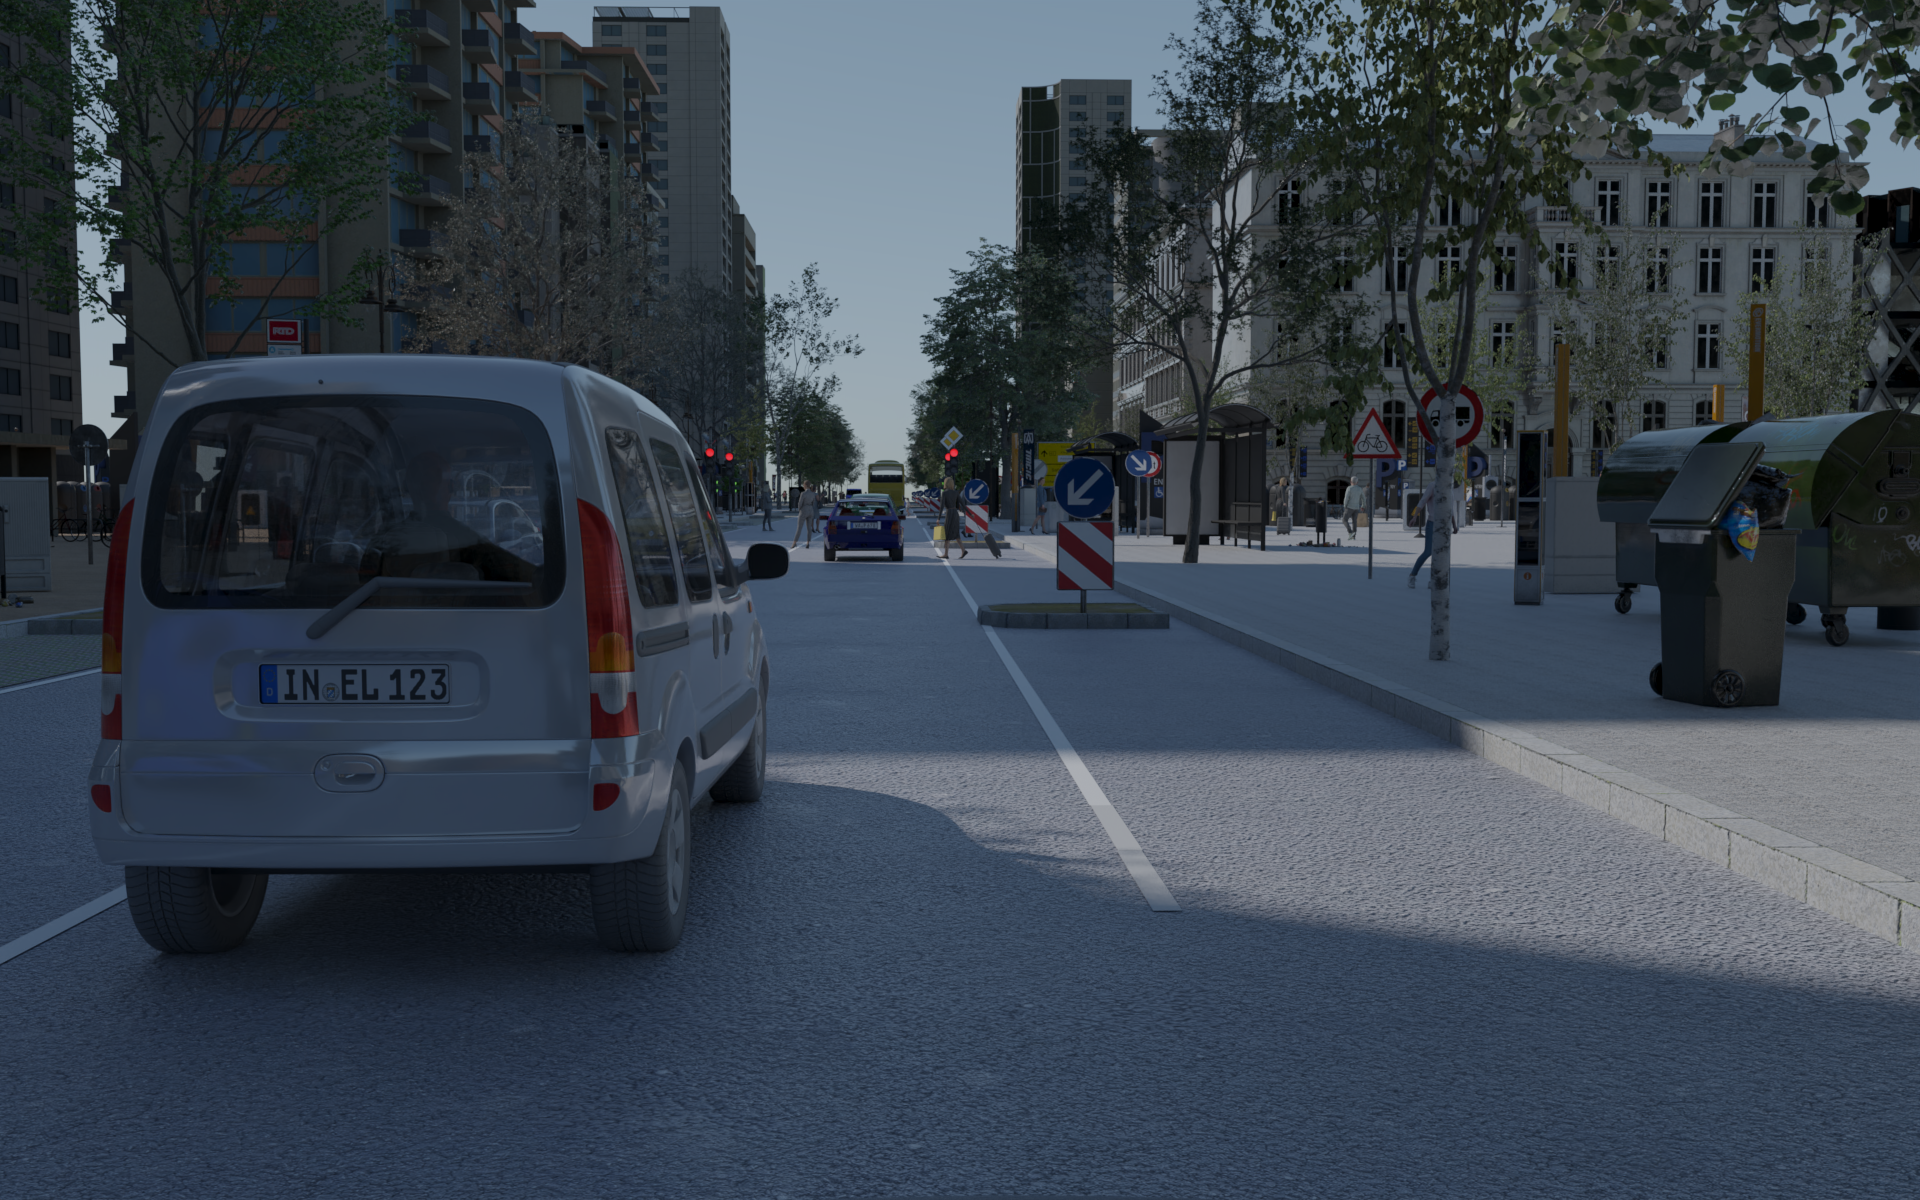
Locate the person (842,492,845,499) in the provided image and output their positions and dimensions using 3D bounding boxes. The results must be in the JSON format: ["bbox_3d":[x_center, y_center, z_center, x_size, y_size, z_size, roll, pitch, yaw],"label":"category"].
[{"bbox_3d":[-14.372,-12.512,213.630,0.434,1.755,0.990,-1,4,-14],"label":"person"}]

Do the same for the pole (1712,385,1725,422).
[{"bbox_3d":[14.155,-2.358,32.399,0.158,3.312,0.155,0,3,0],"label":"pole"}]

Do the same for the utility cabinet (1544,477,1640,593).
[{"bbox_3d":[8.142,-0.833,22.297,1.173,1.500,0.318,0,4,-7],"label":"utility cabinet"}]

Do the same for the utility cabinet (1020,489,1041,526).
[{"bbox_3d":[2.797,-3.722,69.527,0.318,1.500,1.173,3,4,38],"label":"utility cabinet"}]

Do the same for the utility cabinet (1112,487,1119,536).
[{"bbox_3d":[4.158,-2.649,51.990,1.173,1.500,0.318,2,4,29],"label":"utility cabinet"}]

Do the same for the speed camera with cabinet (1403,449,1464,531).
[{"bbox_3d":[16.593,-4.057,60.665,2.038,3.252,0.660,1,4,17],"label":"speed camera with cabinet"}]

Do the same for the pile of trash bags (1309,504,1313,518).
[{"bbox_3d":[17.181,-5.079,92.786,3.447,1.369,1.912,1,4,16],"label":"pile of trash bags"}]

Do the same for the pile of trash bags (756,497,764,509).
[{"bbox_3d":[-17.936,-8.450,147.903,3.447,1.369,1.912,-1,4,-11],"label":"pile of trash bags"}]

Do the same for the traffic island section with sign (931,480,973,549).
[{"bbox_3d":[0.300,-2.307,46.343,1.989,1.847,2.006,0,4,-2],"label":"traffic island section with sign"}]

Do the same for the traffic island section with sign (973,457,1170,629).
[{"bbox_3d":[1.204,-0.655,19.330,1.989,1.847,2.006,0,4,-2],"label":"traffic island section with sign"}]

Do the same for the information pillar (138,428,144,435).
[{"bbox_3d":[-28.881,-4.255,60.931,0.183,3.616,0.504,3,5,40],"label":"information pillar"}]

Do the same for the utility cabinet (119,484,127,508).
[{"bbox_3d":[-18.424,-1.876,39.353,1.173,1.500,0.318,0,4,3],"label":"utility cabinet"}]

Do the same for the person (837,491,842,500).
[{"bbox_3d":[-19.754,-16.987,284.468,0.721,1.739,1.217,-3,5,-45],"label":"person"}]

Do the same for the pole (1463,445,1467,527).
[{"bbox_3d":[19.834,-4.541,68.084,0.158,3.312,0.155,0,3,0],"label":"pole"}]

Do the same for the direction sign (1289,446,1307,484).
[{"bbox_3d":[15.870,-5.466,81.371,0.876,3.537,0.379,2,4,32],"label":"direction sign"}]

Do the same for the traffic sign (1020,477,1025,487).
[{"bbox_3d":[4.657,-7.781,127.319,0.768,2.556,0.104,0,4,0],"label":"traffic sign"}]

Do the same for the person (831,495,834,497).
[{"bbox_3d":[-19.381,-15.775,264.681,0.721,1.735,1.217,-3,4,-36],"label":"person"}]

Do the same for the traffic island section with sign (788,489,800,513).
[{"bbox_3d":[-12.231,-7.375,129.213,1.989,1.847,2.006,0,4,-2],"label":"traffic island section with sign"}]

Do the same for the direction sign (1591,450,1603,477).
[{"bbox_3d":[32.488,-5.897,88.411,0.379,3.537,0.876,-1,4,-19],"label":"direction sign"}]

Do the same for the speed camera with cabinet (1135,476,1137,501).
[{"bbox_3d":[6.983,-3.943,58.807,2.038,3.252,0.660,1,4,21],"label":"speed camera with cabinet"}]

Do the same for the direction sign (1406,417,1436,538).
[{"bbox_3d":[13.514,-3.594,50.757,0.876,3.537,0.379,2,4,33],"label":"direction sign"}]

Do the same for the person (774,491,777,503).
[{"bbox_3d":[-27.685,-15.542,261.100,0.756,1.711,0.436,-1,4,-16],"label":"person"}]

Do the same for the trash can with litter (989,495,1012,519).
[{"bbox_3d":[2.258,-4.819,89.854,2.233,1.210,1.678,-1,4,-10],"label":"trash can with litter"}]

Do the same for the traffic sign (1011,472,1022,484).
[{"bbox_3d":[2.960,-5.749,94.103,0.768,2.556,0.104,0,4,2],"label":"traffic sign"}]

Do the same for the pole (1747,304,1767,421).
[{"bbox_3d":[8.575,-1.520,18.698,0.158,3.312,0.155,0,3,0],"label":"pole"}]

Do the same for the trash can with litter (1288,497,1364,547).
[{"bbox_3d":[8.873,-1.927,42.565,1.678,1.210,2.233,0,4,-5],"label":"trash can with litter"}]

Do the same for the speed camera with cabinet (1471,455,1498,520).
[{"bbox_3d":[26.013,-5.684,87.273,2.038,3.252,0.660,0,4,7],"label":"speed camera with cabinet"}]

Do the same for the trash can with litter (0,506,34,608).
[{"bbox_3d":[-11.424,-0.522,19.594,1.678,1.210,2.233,1,4,14],"label":"trash can with litter"}]

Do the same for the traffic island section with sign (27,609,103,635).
[{"bbox_3d":[-8.494,-0.604,18.497,1.989,1.847,2.006,0,4,-2],"label":"traffic island section with sign"}]

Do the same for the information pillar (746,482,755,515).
[{"bbox_3d":[-13.341,-6.509,110.912,0.304,2.012,0.304,-2,4,-26],"label":"information pillar"}]

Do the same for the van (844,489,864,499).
[{"bbox_3d":[-11.486,-11.216,187.757,2.240,2.365,5.245,0,4,-4],"label":"van"}]

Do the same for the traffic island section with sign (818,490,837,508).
[{"bbox_3d":[-13.890,-10.375,178.250,1.989,1.847,2.006,0,4,-2],"label":"traffic island section with sign"}]

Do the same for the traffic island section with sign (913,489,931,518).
[{"bbox_3d":[-1.608,-5.747,102.590,1.989,1.847,2.006,0,4,-2],"label":"traffic island section with sign"}]

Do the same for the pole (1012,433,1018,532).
[{"bbox_3d":[1.838,-3.924,58.001,0.158,3.312,0.155,0,3,0],"label":"pole"}]

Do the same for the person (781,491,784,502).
[{"bbox_3d":[-29.923,-17.537,293.316,0.990,1.755,0.434,-2,4,-33],"label":"person"}]

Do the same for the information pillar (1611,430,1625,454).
[{"bbox_3d":[24.152,-4.423,63.674,0.504,3.616,0.183,0,4,0],"label":"information pillar"}]

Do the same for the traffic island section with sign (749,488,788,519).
[{"bbox_3d":[-11.304,-5.684,101.562,1.989,1.847,2.006,0,4,-2],"label":"traffic island section with sign"}]

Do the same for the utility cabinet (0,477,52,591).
[{"bbox_3d":[-12.504,-0.847,22.531,1.173,1.500,0.318,-2,4,-27],"label":"utility cabinet"}]

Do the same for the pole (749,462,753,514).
[{"bbox_3d":[-13.128,-7.028,108.757,0.158,3.312,0.155,0,3,0],"label":"pole"}]

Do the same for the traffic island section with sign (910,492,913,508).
[{"bbox_3d":[-2.523,-7.395,129.530,1.989,1.847,2.006,0,4,-2],"label":"traffic island section with sign"}]

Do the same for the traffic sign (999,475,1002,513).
[{"bbox_3d":[2.694,-7.245,118.563,0.768,2.556,0.104,0,4,6],"label":"traffic sign"}]

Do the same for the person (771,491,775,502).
[{"bbox_3d":[-30.509,-17.048,284.737,1.348,1.831,0.705,2,4,32],"label":"person"}]

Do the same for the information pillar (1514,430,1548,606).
[{"bbox_3d":[6.607,-0.952,20.052,0.304,2.012,0.304,2,4,26],"label":"information pillar"}]

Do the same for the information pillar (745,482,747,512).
[{"bbox_3d":[-15.540,-7.472,126.652,0.304,2.012,0.304,2,4,31],"label":"information pillar"}]

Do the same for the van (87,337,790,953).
[{"bbox_3d":[-1.722,0.014,6.784,2.013,2.044,4.112,0,4,-1],"label":"van"}]

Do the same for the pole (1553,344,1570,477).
[{"bbox_3d":[8.190,-1.822,23.631,0.158,3.312,0.155,0,3,0],"label":"pole"}]

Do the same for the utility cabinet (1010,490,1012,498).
[{"bbox_3d":[3.600,-5.874,104.723,1.173,1.500,0.318,-1,4,-18],"label":"utility cabinet"}]
